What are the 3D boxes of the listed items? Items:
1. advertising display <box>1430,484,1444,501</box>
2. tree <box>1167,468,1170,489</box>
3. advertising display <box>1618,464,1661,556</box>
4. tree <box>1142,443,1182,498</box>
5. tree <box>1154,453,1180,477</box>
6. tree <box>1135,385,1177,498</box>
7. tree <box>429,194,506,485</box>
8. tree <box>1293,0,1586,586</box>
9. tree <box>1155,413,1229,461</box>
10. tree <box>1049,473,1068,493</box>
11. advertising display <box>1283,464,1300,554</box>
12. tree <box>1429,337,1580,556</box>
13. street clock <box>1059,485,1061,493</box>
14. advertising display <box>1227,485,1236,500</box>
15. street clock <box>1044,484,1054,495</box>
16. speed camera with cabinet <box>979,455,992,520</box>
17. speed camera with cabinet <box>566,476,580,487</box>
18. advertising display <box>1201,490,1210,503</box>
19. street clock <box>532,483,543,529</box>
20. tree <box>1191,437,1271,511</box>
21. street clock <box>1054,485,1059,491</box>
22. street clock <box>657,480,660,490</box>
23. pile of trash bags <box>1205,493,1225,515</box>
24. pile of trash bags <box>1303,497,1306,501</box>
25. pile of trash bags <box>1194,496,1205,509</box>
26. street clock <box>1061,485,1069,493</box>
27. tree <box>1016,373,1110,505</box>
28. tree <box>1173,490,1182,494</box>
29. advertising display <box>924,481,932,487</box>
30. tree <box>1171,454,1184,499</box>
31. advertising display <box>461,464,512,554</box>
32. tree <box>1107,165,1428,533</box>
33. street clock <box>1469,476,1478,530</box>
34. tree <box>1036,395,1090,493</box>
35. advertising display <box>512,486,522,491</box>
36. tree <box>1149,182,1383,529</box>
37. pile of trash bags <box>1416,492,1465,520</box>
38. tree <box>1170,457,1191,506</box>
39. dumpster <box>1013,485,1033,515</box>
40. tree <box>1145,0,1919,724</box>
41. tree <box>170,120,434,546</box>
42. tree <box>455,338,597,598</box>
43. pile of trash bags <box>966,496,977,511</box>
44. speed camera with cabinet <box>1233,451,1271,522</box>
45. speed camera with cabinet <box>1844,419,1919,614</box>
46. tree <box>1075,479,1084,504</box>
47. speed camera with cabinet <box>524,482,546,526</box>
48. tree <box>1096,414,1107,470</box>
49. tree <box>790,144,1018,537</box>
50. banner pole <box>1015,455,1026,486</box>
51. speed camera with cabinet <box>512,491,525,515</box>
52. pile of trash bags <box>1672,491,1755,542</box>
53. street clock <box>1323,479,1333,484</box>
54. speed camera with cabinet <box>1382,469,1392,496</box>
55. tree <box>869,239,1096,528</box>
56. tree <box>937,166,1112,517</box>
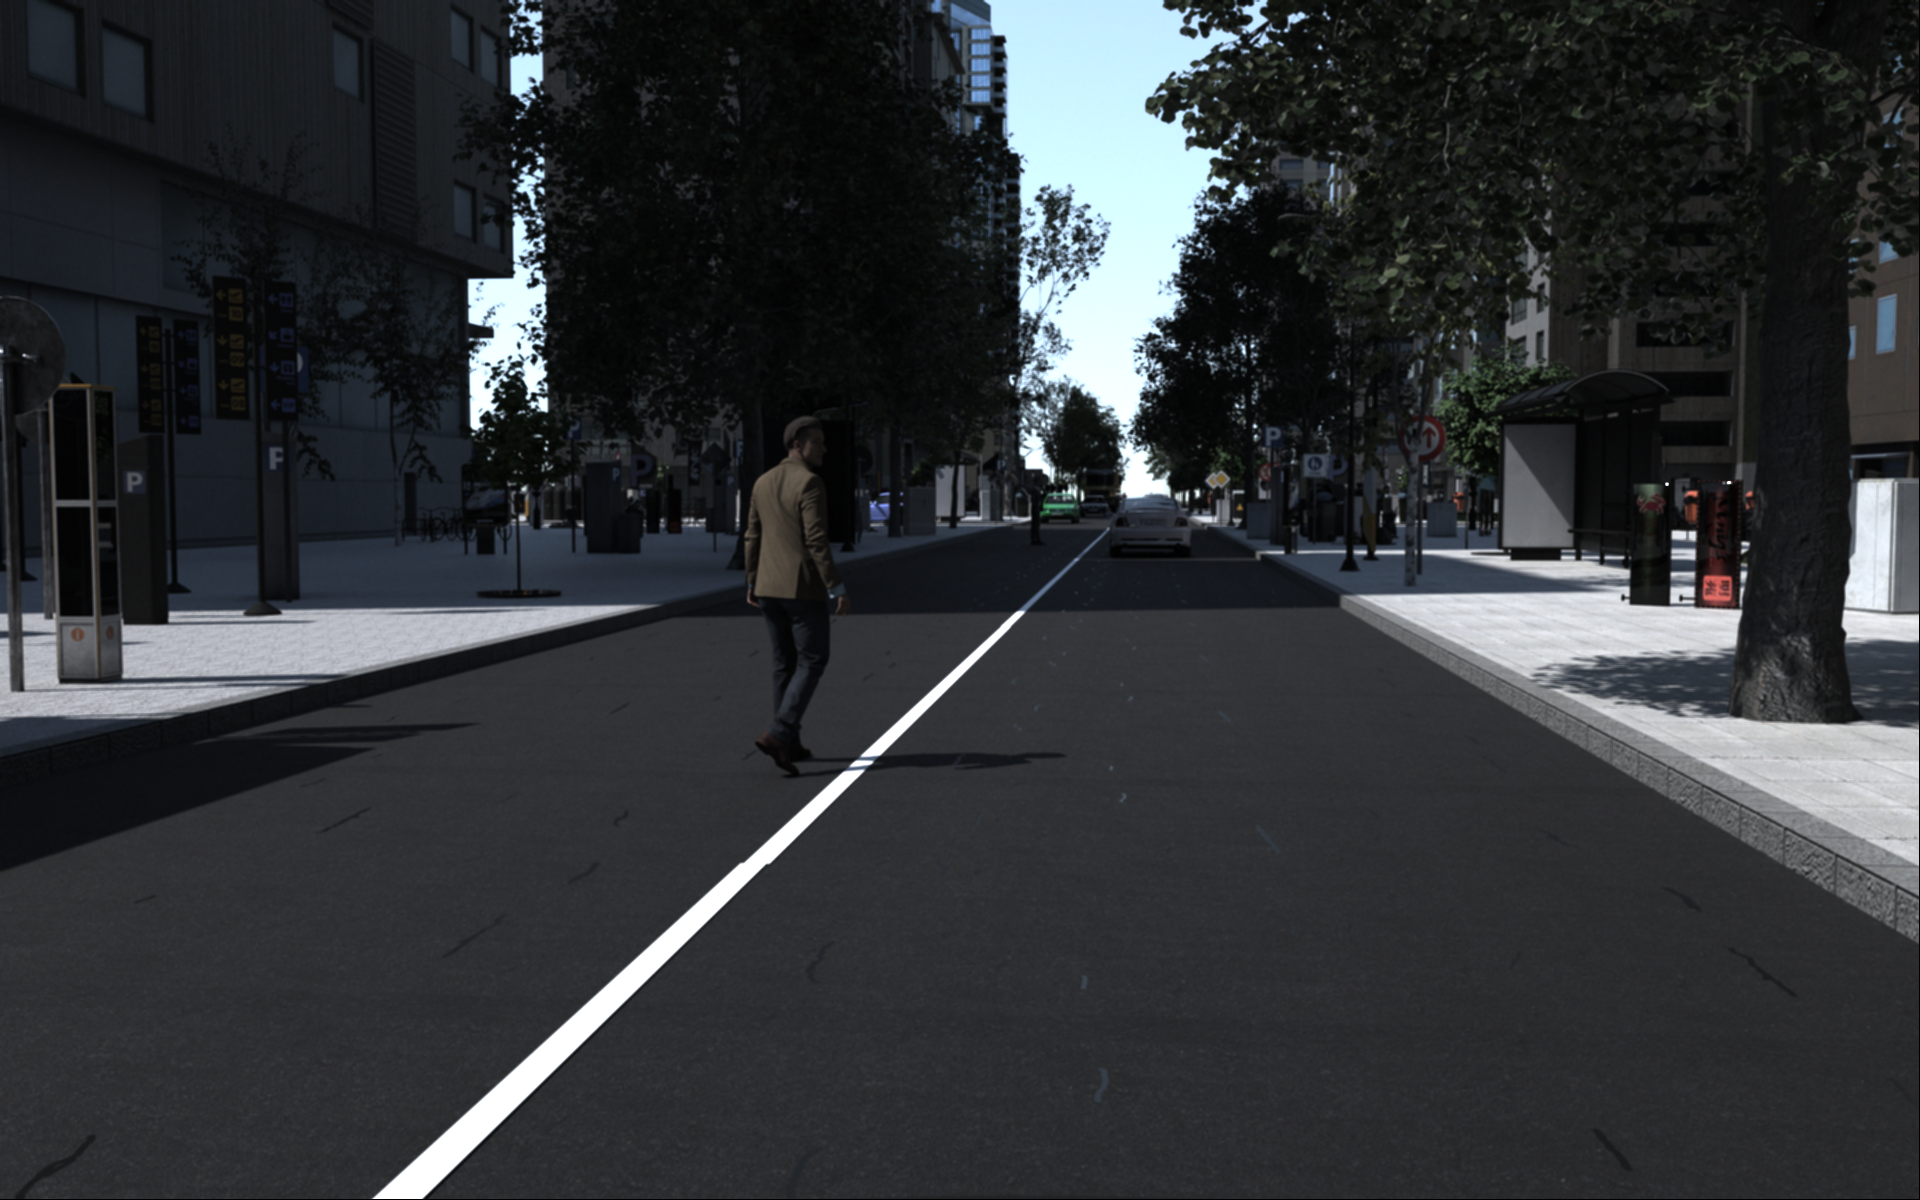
[{"bbox_3d":[30.148,-6.378,109.493,0.974,1.923,0.123,-2,4,-24],"label":"advertising display"},{"bbox_3d":[18.324,-9.408,137.537,4.285,4.588,4.351,0,3,0],"label":"tree"},{"bbox_3d":[14.157,-1.892,36.140,0.974,1.923,0.123,-1,4,-17],"label":"advertising display"},{"bbox_3d":[28.908,-19.545,237.695,7.486,12.596,7.792,0,3,0],"label":"tree"},{"bbox_3d":[35.682,-22.165,288.149,9.928,11.665,9.643,0,3,0],"label":"tree"},{"bbox_3d":[31.190,-24.318,253.481,12.611,20.169,13.585,0,3,0],"label":"tree"},{"bbox_3d":[-13.543,-5.620,42.245,4.360,8.622,3.978,0,3,0],"label":"tree"},{"bbox_3d":[6.479,-4.510,24.093,4.737,8.622,4.395,0,3,0],"label":"tree"},{"bbox_3d":[22.853,-15.872,169.883,12.009,13.543,11.850,0,3,0],"label":"tree"},{"bbox_3d":[7.839,-8.959,141.074,1.663,3.219,1.824,0,3,0],"label":"tree"},{"bbox_3d":[7.121,-1.957,37.210,0.123,1.923,0.974,2,4,25],"label":"advertising display"},{"bbox_3d":[11.499,-3.229,36.510,4.285,4.588,4.351,0,3,0],"label":"tree"},{"bbox_3d":[7.972,-8.140,137.662,0.471,2.002,0.358,-1,4,-11],"label":"street clock"},{"bbox_3d":[15.924,-5.912,101.877,0.123,1.923,0.974,-2,4,-26],"label":"advertising display"},{"bbox_3d":[6.346,-7.387,125.350,0.471,2.002,0.358,-1,4,-13],"label":"street clock"},{"bbox_3d":[1.298,-5.638,86.510,0.660,3.252,2.038,0,4,-2],"label":"speed camera with cabinet"},{"bbox_3d":[-19.000,-5.739,88.175,2.038,3.252,0.660,-1,4,-16],"label":"speed camera with cabinet"},{"bbox_3d":[20.833,-8.651,146.657,0.974,1.923,0.123,-2,4,-32],"label":"advertising display"},{"bbox_3d":[-15.353,-3.562,62.809,0.471,2.002,0.358,2,4,25],"label":"street clock"},{"bbox_3d":[13.776,-6.228,85.540,4.285,4.588,4.351,0,3,0],"label":"tree"},{"bbox_3d":[7.316,-8.070,136.518,0.471,2.002,0.358,-1,4,-10],"label":"street clock"},{"bbox_3d":[-15.801,-5.230,90.077,0.358,2.002,0.471,-3,4,-36],"label":"street clock"},{"bbox_3d":[16.123,-5.824,104.969,1.912,1.369,3.447,0,4,2],"label":"pile of trash bags"},{"bbox_3d":[28.928,-8.482,148.436,3.447,1.369,1.912,1,4,21],"label":"pile of trash bags"},{"bbox_3d":[20.573,-8.224,144.208,1.912,1.369,3.447,0,4,-4],"label":"pile of trash bags"},{"bbox_3d":[8.365,-8.060,136.348,0.358,2.002,0.471,2,4,24],"label":"street clock"},{"bbox_3d":[8.624,-13.709,149.899,9.928,11.665,9.643,0,3,0],"label":"tree"},{"bbox_3d":[30.306,-15.202,243.159,1.663,3.219,1.824,0,3,0],"label":"tree"},{"bbox_3d":[-1.499,-4.768,83.166,0.123,1.923,0.974,1,4,23],"label":"advertising display"},{"bbox_3d":[26.964,-15.774,208.260,4.360,8.622,3.978,0,3,0],"label":"tree"},{"bbox_3d":[-10.128,-1.941,36.948,0.974,1.923,0.123,0,4,3],"label":"advertising display"},{"bbox_3d":[9.813,-7.031,49.375,7.601,10.594,8.767,3,4,36],"label":"tree"},{"bbox_3d":[18.211,-3.482,61.508,0.358,2.002,0.471,-1,4,-17],"label":"street clock"},{"bbox_3d":[7.344,-10.906,128.678,4.360,8.622,3.978,0,3,0],"label":"tree"},{"bbox_3d":[-31.023,-7.085,121.053,0.974,1.923,0.123,2,4,32],"label":"advertising display"},{"bbox_3d":[10.473,-8.922,62.890,9.611,12.733,9.660,0,3,0],"label":"tree"},{"bbox_3d":[23.304,-4.508,83.460,1.912,1.369,3.447,-1,4,-15],"label":"pile of trash bags"},{"bbox_3d":[18.473,-8.925,129.635,4.285,4.588,4.351,0,3,0],"label":"tree"},{"bbox_3d":[3.972,-6.250,107.945,1.264,1.857,1.865,0,4,6],"label":"dumpster"},{"bbox_3d":[4.719,-6.300,9.665,9.857,13.997,8.962,0,3,0],"label":"tree"},{"bbox_3d":[-13.731,-5.181,35.068,4.360,8.622,3.978,0,3,0],"label":"tree"},{"bbox_3d":[-5.521,-1.650,21.587,1.663,3.219,1.824,0,3,0],"label":"tree"},{"bbox_3d":[1.397,-7.604,134.074,1.912,1.369,3.447,3,5,44],"label":"pile of trash bags"},{"bbox_3d":[13.647,-5.270,80.503,2.038,3.252,0.660,2,4,30],"label":"speed camera with cabinet"},{"bbox_3d":[9.962,-1.531,19.360,0.660,3.252,2.038,-1,4,-12],"label":"speed camera with cabinet"},{"bbox_3d":[18.108,-15.835,242.623,4.285,4.588,4.351,0,3,0],"label":"tree"},{"bbox_3d":[-17.194,-4.638,70.164,0.660,3.252,2.038,-1,4,-14],"label":"speed camera with cabinet"},{"bbox_3d":[12.736,-15.458,187.155,8.767,10.594,7.601,-1,4,-15],"label":"tree"},{"bbox_3d":[-2.345,-8.151,51.402,7.486,12.596,7.792,0,3,0],"label":"tree"},{"bbox_3d":[3.869,-7.349,110.180,0.863,3.779,0.401,-3,4,-38],"label":"banner pole"},{"bbox_3d":[-25.837,-6.702,103.919,2.038,3.252,0.660,0,4,-7],"label":"speed camera with cabinet"},{"bbox_3d":[21.187,-2.296,47.298,1.912,1.369,3.447,-2,4,-25],"label":"pile of trash bags"},{"bbox_3d":[17.722,-4.831,83.561,0.471,2.002,0.358,2,4,29],"label":"street clock"},{"bbox_3d":[33.733,-8.877,139.477,2.038,3.252,0.660,2,4,30],"label":"speed camera with cabinet"},{"bbox_3d":[-0.235,-7.927,64.012,8.767,10.594,7.601,-1,4,-8],"label":"tree"},{"bbox_3d":[1.395,-14.832,98.386,12.611,20.169,13.585,0,3,0],"label":"tree"}]
